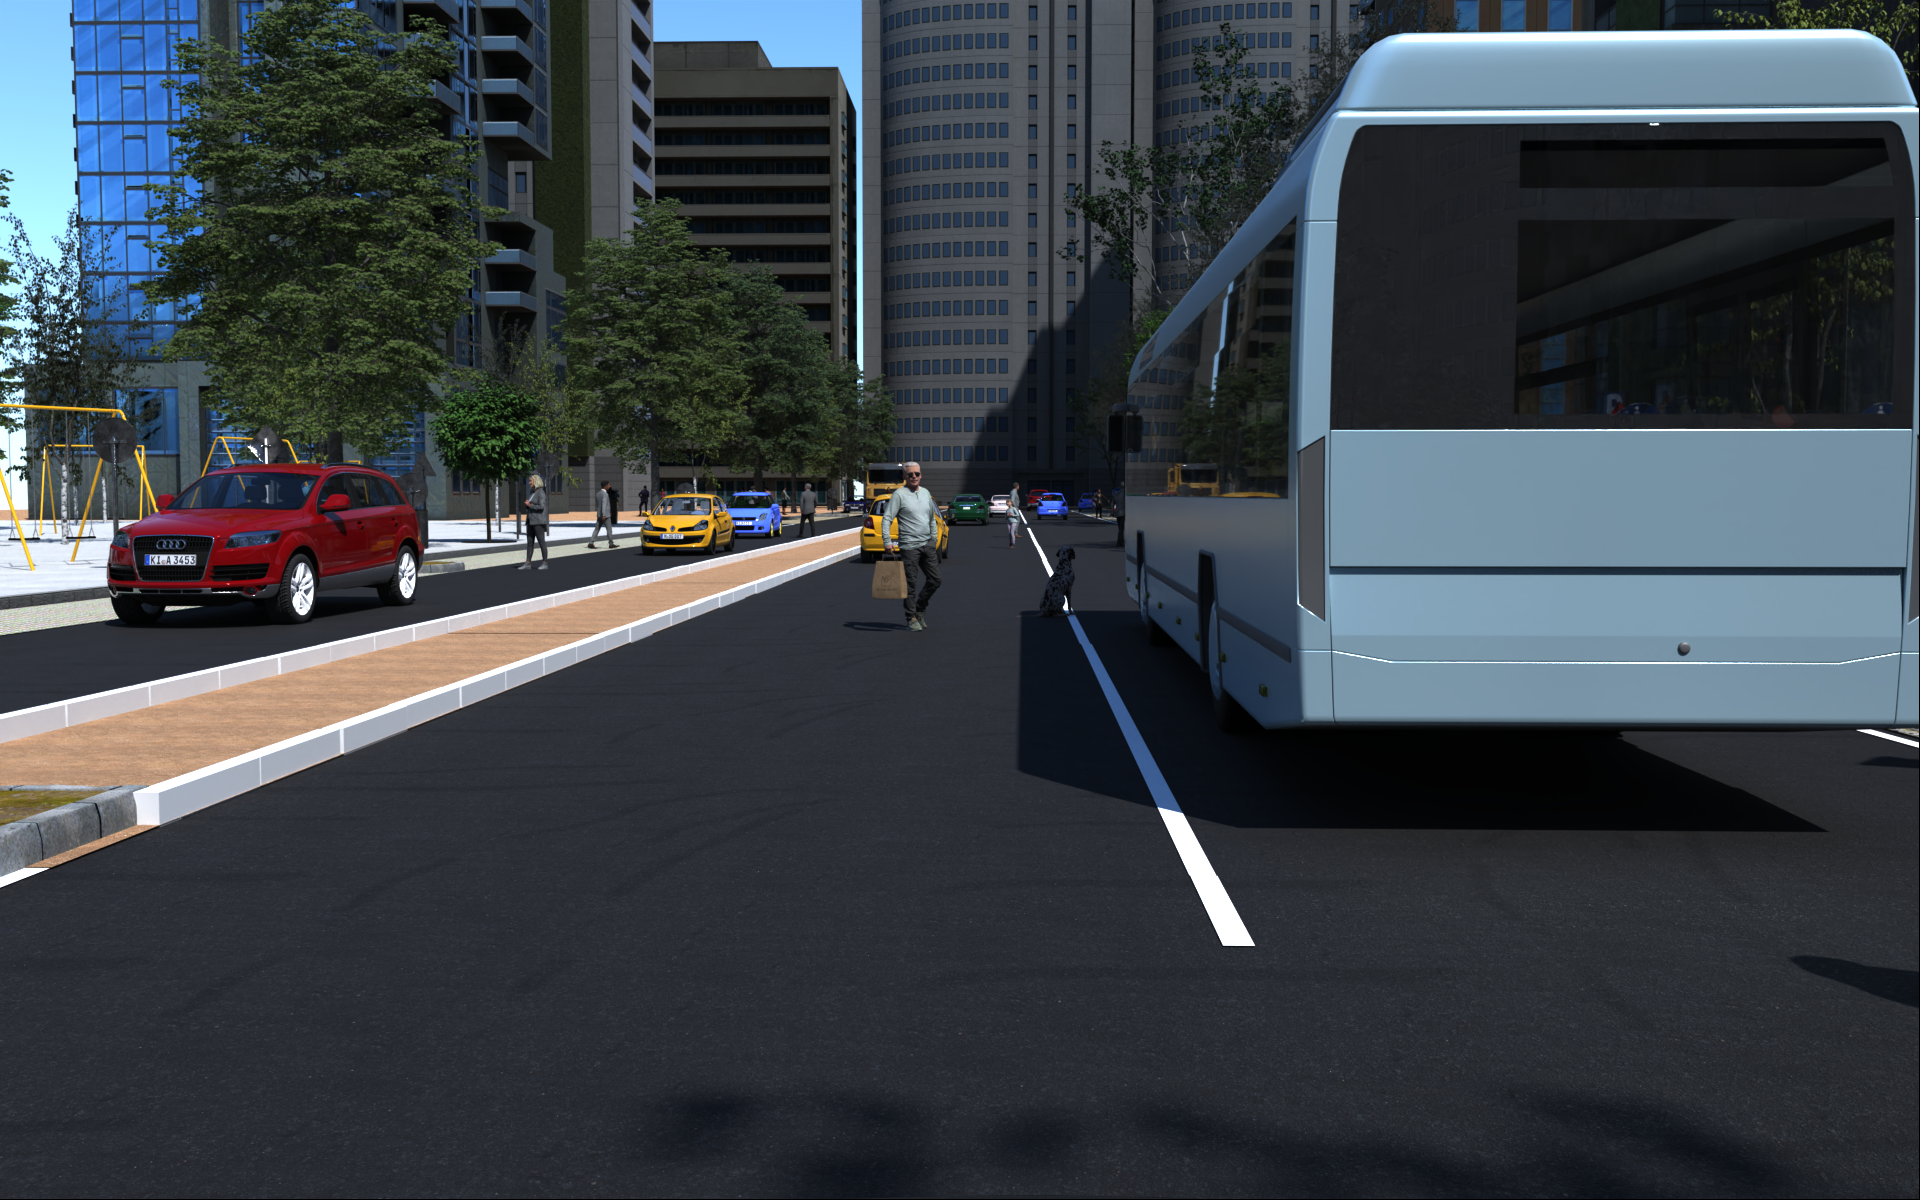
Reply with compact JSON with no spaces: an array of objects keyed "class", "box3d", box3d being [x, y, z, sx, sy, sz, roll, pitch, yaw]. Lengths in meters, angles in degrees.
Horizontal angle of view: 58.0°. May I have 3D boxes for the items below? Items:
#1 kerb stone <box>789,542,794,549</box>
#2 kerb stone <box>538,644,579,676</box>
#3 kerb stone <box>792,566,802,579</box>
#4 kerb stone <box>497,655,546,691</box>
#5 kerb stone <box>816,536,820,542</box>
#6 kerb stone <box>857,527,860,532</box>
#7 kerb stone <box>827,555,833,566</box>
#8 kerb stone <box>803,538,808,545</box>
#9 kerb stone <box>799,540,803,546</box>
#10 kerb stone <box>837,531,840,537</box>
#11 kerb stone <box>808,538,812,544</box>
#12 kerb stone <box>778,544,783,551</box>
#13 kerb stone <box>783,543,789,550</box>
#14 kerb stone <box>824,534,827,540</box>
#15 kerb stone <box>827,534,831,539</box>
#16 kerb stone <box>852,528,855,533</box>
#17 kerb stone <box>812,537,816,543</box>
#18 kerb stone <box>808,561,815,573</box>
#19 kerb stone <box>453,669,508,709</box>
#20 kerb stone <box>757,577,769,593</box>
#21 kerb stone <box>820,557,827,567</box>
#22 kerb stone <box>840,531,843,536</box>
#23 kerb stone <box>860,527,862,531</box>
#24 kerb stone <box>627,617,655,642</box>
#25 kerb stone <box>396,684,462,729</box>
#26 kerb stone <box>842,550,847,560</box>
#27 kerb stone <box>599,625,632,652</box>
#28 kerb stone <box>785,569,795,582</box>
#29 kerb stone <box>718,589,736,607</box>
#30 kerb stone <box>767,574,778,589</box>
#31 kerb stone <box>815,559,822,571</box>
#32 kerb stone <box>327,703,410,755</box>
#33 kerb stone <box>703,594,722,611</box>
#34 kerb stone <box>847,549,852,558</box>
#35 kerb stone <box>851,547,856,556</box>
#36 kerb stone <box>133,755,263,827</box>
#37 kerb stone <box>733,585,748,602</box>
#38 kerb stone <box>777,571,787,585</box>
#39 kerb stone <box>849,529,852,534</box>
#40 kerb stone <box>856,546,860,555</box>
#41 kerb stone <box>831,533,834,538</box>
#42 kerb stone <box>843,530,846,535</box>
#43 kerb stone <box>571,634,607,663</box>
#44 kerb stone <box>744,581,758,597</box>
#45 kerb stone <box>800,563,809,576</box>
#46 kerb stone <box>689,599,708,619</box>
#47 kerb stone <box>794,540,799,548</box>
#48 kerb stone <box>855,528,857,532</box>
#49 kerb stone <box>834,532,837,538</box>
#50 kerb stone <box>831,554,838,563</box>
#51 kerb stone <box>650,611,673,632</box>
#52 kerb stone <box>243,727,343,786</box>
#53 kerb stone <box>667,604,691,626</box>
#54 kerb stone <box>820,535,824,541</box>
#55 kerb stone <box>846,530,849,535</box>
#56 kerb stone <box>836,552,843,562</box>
[{"class":"kerb stone","box3d":[-4.497,-1.388,44.886,0.120,0.150,1.000,0,4,2]},{"class":"kerb stone","box3d":[-3.305,0.496,14.089,0.120,0.150,1.000,0,4,2]},{"class":"kerb stone","box3d":[-2.849,-0.445,29.470,0.120,0.150,1.000,0,4,2]},{"class":"kerb stone","box3d":[-3.337,0.558,13.067,0.120,0.150,1.000,0,4,2]},{"class":"kerb stone","box3d":[-4.319,-1.764,51.036,0.120,0.150,1.000,0,4,2]},{"class":"kerb stone","box3d":[-3.928,-2.578,64.352,0.120,0.150,1.000,0,4,2]},{"class":"kerb stone","box3d":[-2.699,-0.755,34.599,0.120,0.150,1.000,0,4,2]},{"class":"kerb stone","box3d":[-4.407,-1.575,47.966,0.120,0.150,1.000,0,4,2]},{"class":"kerb stone","box3d":[-4.440,-1.513,46.940,0.120,0.150,1.000,0,4,2]},{"class":"kerb stone","box3d":[-4.141,-2.136,57.167,0.120,0.150,1.000,0,4,2]},{"class":"kerb stone","box3d":[-4.375,-1.637,48.987,0.120,0.150,1.000,0,4,2]},{"class":"kerb stone","box3d":[-4.560,-1.263,42.841,0.120,0.150,1.000,0,4,2]},{"class":"kerb stone","box3d":[-4.530,-1.325,43.863,0.120,0.150,1.000,0,4,2]},{"class":"kerb stone","box3d":[-4.254,-1.882,53.080,0.120,0.150,1.000,0,4,2]},{"class":"kerb stone","box3d":[-4.234,-1.951,54.101,0.120,0.150,1.000,0,4,2]},{"class":"kerb stone","box3d":[-3.989,-2.451,62.301,0.120,0.150,1.000,0,4,2]},{"class":"kerb stone","box3d":[-4.350,-1.701,50.014,0.120,0.150,1.000,0,4,2]},{"class":"kerb stone","box3d":[-2.794,-0.571,31.528,0.120,0.150,1.000,0,4,2]},{"class":"kerb stone","box3d":[-3.366,0.621,12.042,0.120,0.150,1.000,0,4,2]},{"class":"kerb stone","box3d":[-2.969,-0.195,25.378,0.120,0.150,1.000,0,4,2]},{"class":"kerb stone","box3d":[-2.734,-0.696,33.577,0.120,0.150,1.000,0,4,2]},{"class":"kerb stone","box3d":[-4.109,-2.202,58.196,0.120,0.150,1.000,0,4,2]},{"class":"kerb stone","box3d":[-3.894,-2.641,65.376,0.120,0.150,1.000,0,4,2]},{"class":"kerb stone","box3d":[-3.210,0.308,17.159,0.120,0.150,1.000,0,4,2]},{"class":"kerb stone","box3d":[-3.401,0.684,11.016,0.120,0.150,1.000,0,4,2]},{"class":"kerb stone","box3d":[-2.615,-0.947,37.676,0.120,0.150,1.000,0,4,2]},{"class":"kerb stone","box3d":[-3.250,0.371,16.138,0.120,0.150,1.000,0,4,2]},{"class":"kerb stone","box3d":[-2.880,-0.379,28.449,0.120,0.150,1.000,0,4,2]},{"class":"kerb stone","box3d":[-3.062,-0.006,22.298,0.120,0.150,1.000,0,4,2]},{"class":"kerb stone","box3d":[-2.939,-0.257,26.399,0.120,0.150,1.000,0,4,2]},{"class":"kerb stone","box3d":[-2.764,-0.626,32.551,0.120,0.150,1.000,0,4,2]},{"class":"kerb stone","box3d":[-3.423,0.747,9.995,0.120,0.150,1.000,0,4,2]},{"class":"kerb stone","box3d":[-3.101,0.057,21.259,0.120,0.150,1.000,0,4,2]},{"class":"kerb stone","box3d":[-2.584,-1.004,38.698,0.120,0.150,1.000,0,4,2]},{"class":"kerb stone","box3d":[-2.551,-1.073,39.735,0.120,0.150,1.000,0,4,2]},{"class":"kerb stone","box3d":[-3.487,0.872,7.944,0.120,0.150,1.000,0,4,2]},{"class":"kerb stone","box3d":[-3.030,-0.068,23.325,0.120,0.150,1.000,0,4,2]},{"class":"kerb stone","box3d":[-2.911,-0.320,27.427,0.120,0.150,1.000,0,4,2]},{"class":"kerb stone","box3d":[-4.018,-2.390,61.273,0.120,0.150,1.000,0,4,2]},{"class":"kerb stone","box3d":[-2.515,-1.135,40.756,0.120,0.150,1.000,0,4,2]},{"class":"kerb stone","box3d":[-4.206,-2.014,55.123,0.120,0.150,1.000,0,4,2]},{"class":"kerb stone","box3d":[-4.075,-2.265,59.228,0.120,0.150,1.000,0,4,2]},{"class":"kerb stone","box3d":[-3.276,0.436,15.111,0.120,0.150,1.000,0,4,2]},{"class":"kerb stone","box3d":[-3.008,-0.132,24.356,0.120,0.150,1.000,0,4,2]},{"class":"kerb stone","box3d":[-2.817,-0.507,30.492,0.120,0.150,1.000,0,4,2]},{"class":"kerb stone","box3d":[-3.127,0.124,20.238,0.120,0.150,1.000,0,4,2]},{"class":"kerb stone","box3d":[-4.465,-1.445,45.912,0.120,0.150,1.000,0,4,2]},{"class":"kerb stone","box3d":[-3.954,-2.515,63.323,0.120,0.150,1.000,0,4,2]},{"class":"kerb stone","box3d":[-4.173,-2.068,56.145,0.120,0.150,1.000,0,4,2]},{"class":"kerb stone","box3d":[-2.678,-0.821,35.623,0.120,0.150,1.000,0,4,2]},{"class":"kerb stone","box3d":[-3.195,0.247,18.181,0.120,0.150,1.000,0,4,2]},{"class":"kerb stone","box3d":[-3.461,0.810,8.966,0.120,0.150,1.000,0,4,2]},{"class":"kerb stone","box3d":[-3.160,0.183,19.204,0.120,0.150,1.000,0,4,2]},{"class":"kerb stone","box3d":[-4.290,-1.826,52.058,0.120,0.150,1.000,0,4,2]},{"class":"kerb stone","box3d":[-4.050,-2.328,60.252,0.120,0.150,1.000,0,4,2]},{"class":"kerb stone","box3d":[-2.646,-0.884,36.653,0.120,0.150,1.000,0,4,2]}]
